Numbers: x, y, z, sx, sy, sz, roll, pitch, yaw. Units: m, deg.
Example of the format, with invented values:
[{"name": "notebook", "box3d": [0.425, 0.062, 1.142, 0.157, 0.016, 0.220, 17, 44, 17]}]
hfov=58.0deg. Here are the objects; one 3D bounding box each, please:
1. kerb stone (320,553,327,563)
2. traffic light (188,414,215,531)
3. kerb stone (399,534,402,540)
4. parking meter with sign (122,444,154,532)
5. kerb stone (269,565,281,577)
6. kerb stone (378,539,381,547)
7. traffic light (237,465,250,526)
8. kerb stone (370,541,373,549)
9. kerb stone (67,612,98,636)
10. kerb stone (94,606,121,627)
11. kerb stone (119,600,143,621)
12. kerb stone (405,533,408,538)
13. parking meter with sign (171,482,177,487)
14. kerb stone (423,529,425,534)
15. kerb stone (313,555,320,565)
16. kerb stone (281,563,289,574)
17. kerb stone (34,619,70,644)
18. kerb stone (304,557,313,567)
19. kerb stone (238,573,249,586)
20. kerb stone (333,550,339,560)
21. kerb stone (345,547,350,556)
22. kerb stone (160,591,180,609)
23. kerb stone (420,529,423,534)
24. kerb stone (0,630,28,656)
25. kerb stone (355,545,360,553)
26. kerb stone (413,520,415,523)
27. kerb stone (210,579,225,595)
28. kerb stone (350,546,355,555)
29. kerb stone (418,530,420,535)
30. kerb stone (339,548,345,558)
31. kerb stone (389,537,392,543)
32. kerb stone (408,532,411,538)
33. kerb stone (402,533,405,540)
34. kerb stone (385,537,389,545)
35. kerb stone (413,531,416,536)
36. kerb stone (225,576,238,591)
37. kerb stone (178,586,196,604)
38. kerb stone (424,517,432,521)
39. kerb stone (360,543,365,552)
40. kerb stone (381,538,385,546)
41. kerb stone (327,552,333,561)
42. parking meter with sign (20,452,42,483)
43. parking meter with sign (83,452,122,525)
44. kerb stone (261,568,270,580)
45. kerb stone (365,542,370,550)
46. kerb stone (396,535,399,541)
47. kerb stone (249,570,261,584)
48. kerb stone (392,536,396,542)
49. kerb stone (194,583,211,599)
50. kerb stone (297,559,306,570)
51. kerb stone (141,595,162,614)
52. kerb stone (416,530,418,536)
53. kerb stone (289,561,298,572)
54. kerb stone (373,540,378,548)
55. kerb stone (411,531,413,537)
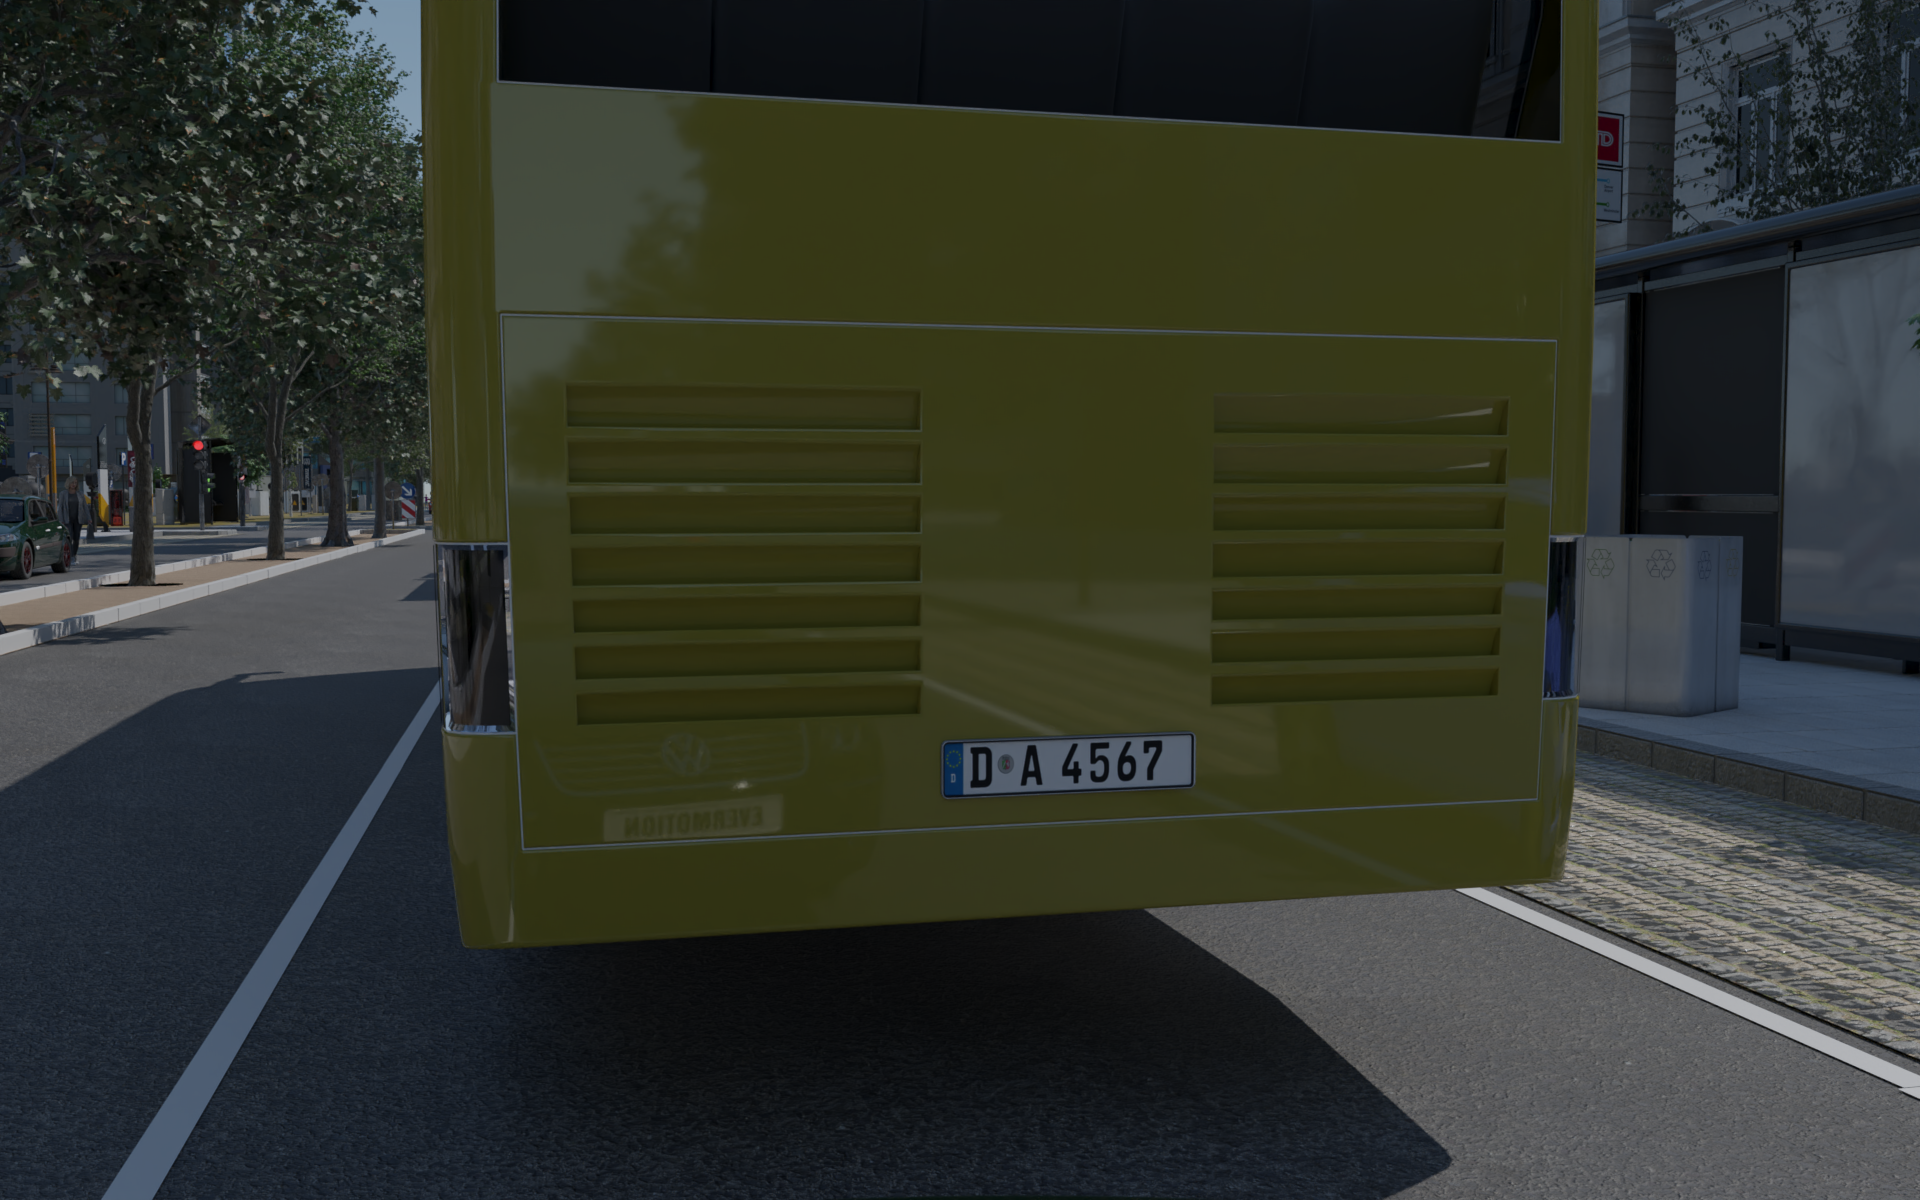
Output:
[{"name": "kerb stone", "box3d": [-13.316, -0.840, 35.925, 0.120, 0.150, 1.000, -1, 4, -13]}, {"name": "traffic light", "box3d": [-26.638, -4.397, 60.819, 0.839, 4.253, 0.868, -1, 4, -13]}, {"name": "kerb stone", "box3d": [-17.240, -1.880, 52.925, 0.120, 0.150, 1.000, -1, 4, -13]}, {"name": "parking meter with sign", "box3d": [-27.971, -3.844, 59.117, 0.543, 3.016, 1.738, -1, 4, -13]}, {"name": "kerb stone", "box3d": [-11.932, -0.474, 29.940, 0.120, 0.150, 1.000, -1, 4, -13]}, {"name": "kerb stone", "box3d": [-15.862, -1.513, 46.933, 0.120, 0.150, 1.000, -1, 4, -13]}, {"name": "traffic light", "box3d": [-26.416, -5.776, 69.101, 4.771, 5.953, 1.251, -1, 4, -13]}, {"name": "kerb stone", "box3d": [-15.402, -1.391, 44.936, 0.120, 0.150, 1.000, -1, 4, -13]}, {"name": "kerb stone", "box3d": [-9.164, 0.259, 17.953, 0.120, 0.150, 1.000, -1, 4, -13]}, {"name": "kerb stone", "box3d": [-9.401, 0.199, 18.947, 0.120, 0.150, 1.000, -1, 4, -13]}, {"name": "kerb stone", "box3d": [-9.626, 0.138, 19.944, 0.120, 0.150, 1.000, -1, 4, -13]}, {"name": "kerb stone", "box3d": [-17.703, -2.002, 54.931, 0.120, 0.150, 1.000, -1, 4, -13]}, {"name": "parking meter with sign", "box3d": [-50.623, -7.078, 111.978, 1.738, 3.016, 0.543, 3, 5, 39]}, {"name": "kerb stone", "box3d": [-19.318, -2.427, 61.910, 0.120, 0.150, 1.000, -1, 4, -13]}, {"name": "kerb stone", "box3d": [-13.090, -0.779, 34.928, 0.120, 0.150, 1.000, -1, 4, -13]}, {"name": "kerb stone", "box3d": [-12.170, -0.535, 30.936, 0.120, 0.150, 1.000, -1, 4, -13]}, {"name": "kerb stone", "box3d": [-8.945, 0.321, 16.950, 0.120, 0.150, 1.000, -1, 4, -13]}, {"name": "kerb stone", "box3d": [-12.858, -0.718, 33.928, 0.120, 0.150, 1.000, -1, 4, -13]}, {"name": "kerb stone", "box3d": [-11.246, -0.286, 26.942, 0.120, 0.150, 1.000, -1, 4, -13]}, {"name": "kerb stone", "box3d": [-13.776, -0.959, 37.918, 0.120, 0.150, 1.000, -1, 4, -13]}, {"name": "kerb stone", "box3d": [-14.244, -1.084, 39.921, 0.120, 0.150, 1.000, -1, 4, -13]}, {"name": "kerb stone", "box3d": [-10.092, 0.015, 21.952, 0.120, 0.150, 1.000, -1, 4, -13]}, {"name": "kerb stone", "box3d": [-19.090, -2.368, 60.913, 0.120, 0.150, 1.000, -1, 4, -13]}, {"name": "kerb stone", "box3d": [-8.709, 0.382, 15.949, 0.120, 0.150, 1.000, -1, 4, -13]}, {"name": "kerb stone", "box3d": [-14.709, -1.205, 41.923, 0.120, 0.150, 1.000, -1, 4, -13]}, {"name": "kerb stone", "box3d": [-26.320, -3.713, 82.903, 0.120, 0.150, 1.000, -1, 4, -13]}, {"name": "kerb stone", "box3d": [-10.779, -0.168, 24.940, 0.120, 0.150, 1.000, -1, 4, -13]}, {"name": "kerb stone", "box3d": [-14.472, -1.145, 40.922, 0.120, 0.150, 1.000, -1, 4, -13]}, {"name": "kerb stone", "box3d": [-18.859, -2.305, 59.912, 0.120, 0.150, 1.000, -1, 4, -13]}, {"name": "kerb stone", "box3d": [-14.007, -1.023, 38.926, 0.120, 0.150, 1.000, -1, 4, -13]}, {"name": "kerb stone", "box3d": [-16.550, -1.696, 49.932, 0.120, 0.150, 1.000, -1, 4, -13]}, {"name": "kerb stone", "box3d": [-17.931, -2.061, 55.927, 0.120, 0.150, 1.000, -1, 4, -13]}, {"name": "kerb stone", "box3d": [-17.477, -1.936, 53.932, 0.120, 0.150, 1.000, -1, 4, -13]}, {"name": "kerb stone", "box3d": [-16.315, -1.635, 48.929, 0.120, 0.150, 1.000, -1, 4, -13]}, {"name": "kerb stone", "box3d": [-18.393, -2.185, 57.920, 0.120, 0.150, 1.000, -1, 4, -13]}, {"name": "kerb stone", "box3d": [-11.010, -0.228, 25.936, 0.120, 0.150, 1.000, -1, 4, -13]}, {"name": "kerb stone", "box3d": [-10.324, -0.046, 22.947, 0.120, 0.150, 1.000, -1, 4, -13]}, {"name": "kerb stone", "box3d": [-28.862, -4.387, 93.916, 0.120, 0.150, 1.000, -1, 4, -13]}, {"name": "kerb stone", "box3d": [-14.932, -1.268, 42.928, 0.120, 0.150, 1.000, -1, 4, -13]}, {"name": "kerb stone", "box3d": [-16.088, -1.570, 47.933, 0.120, 0.150, 1.000, -1, 4, -13]}, {"name": "kerb stone", "box3d": [-13.551, -0.901, 36.919, 0.120, 0.150, 1.000, -1, 4, -13]}, {"name": "parking meter with sign", "box3d": [-38.297, -4.572, 71.005, 0.543, 3.016, 1.738, 0, 4, -2]}, {"name": "parking meter with sign", "box3d": [-35.590, -4.626, 71.904, 1.738, 3.016, 0.543, 0, 4, -6]}, {"name": "kerb stone", "box3d": [-11.713, -0.412, 28.941, 0.120, 0.150, 1.000, -1, 4, -13]}, {"name": "kerb stone", "box3d": [-15.159, -1.329, 43.928, 0.120, 0.150, 1.000, -1, 4, -13]}, {"name": "kerb stone", "box3d": [-17.010, -1.813, 51.928, 0.120, 0.150, 1.000, -1, 4, -13]}, {"name": "kerb stone", "box3d": [-11.473, -0.351, 27.942, 0.120, 0.150, 1.000, -1, 4, -13]}, {"name": "kerb stone", "box3d": [-16.784, -1.757, 50.927, 0.120, 0.150, 1.000, -1, 4, -13]}, {"name": "kerb stone", "box3d": [-10.556, -0.107, 23.942, 0.120, 0.150, 1.000, -1, 4, -13]}, {"name": "kerb stone", "box3d": [-12.627, -0.656, 32.929, 0.120, 0.150, 1.000, -1, 4, -13]}, {"name": "kerb stone", "box3d": [-9.857, 0.077, 20.941, 0.120, 0.150, 1.000, -1, 4, -13]}, {"name": "kerb stone", "box3d": [-18.628, -2.242, 58.915, 0.120, 0.150, 1.000, -1, 4, -13]}, {"name": "kerb stone", "box3d": [-12.400, -0.596, 31.932, 0.120, 0.150, 1.000, -1, 4, -13]}, {"name": "kerb stone", "box3d": [-15.630, -1.448, 45.935, 0.120, 0.150, 1.000, -1, 4, -13]}, {"name": "kerb stone", "box3d": [-18.164, -2.124, 56.923, 0.120, 0.150, 1.000, -1, 4, -13]}]
